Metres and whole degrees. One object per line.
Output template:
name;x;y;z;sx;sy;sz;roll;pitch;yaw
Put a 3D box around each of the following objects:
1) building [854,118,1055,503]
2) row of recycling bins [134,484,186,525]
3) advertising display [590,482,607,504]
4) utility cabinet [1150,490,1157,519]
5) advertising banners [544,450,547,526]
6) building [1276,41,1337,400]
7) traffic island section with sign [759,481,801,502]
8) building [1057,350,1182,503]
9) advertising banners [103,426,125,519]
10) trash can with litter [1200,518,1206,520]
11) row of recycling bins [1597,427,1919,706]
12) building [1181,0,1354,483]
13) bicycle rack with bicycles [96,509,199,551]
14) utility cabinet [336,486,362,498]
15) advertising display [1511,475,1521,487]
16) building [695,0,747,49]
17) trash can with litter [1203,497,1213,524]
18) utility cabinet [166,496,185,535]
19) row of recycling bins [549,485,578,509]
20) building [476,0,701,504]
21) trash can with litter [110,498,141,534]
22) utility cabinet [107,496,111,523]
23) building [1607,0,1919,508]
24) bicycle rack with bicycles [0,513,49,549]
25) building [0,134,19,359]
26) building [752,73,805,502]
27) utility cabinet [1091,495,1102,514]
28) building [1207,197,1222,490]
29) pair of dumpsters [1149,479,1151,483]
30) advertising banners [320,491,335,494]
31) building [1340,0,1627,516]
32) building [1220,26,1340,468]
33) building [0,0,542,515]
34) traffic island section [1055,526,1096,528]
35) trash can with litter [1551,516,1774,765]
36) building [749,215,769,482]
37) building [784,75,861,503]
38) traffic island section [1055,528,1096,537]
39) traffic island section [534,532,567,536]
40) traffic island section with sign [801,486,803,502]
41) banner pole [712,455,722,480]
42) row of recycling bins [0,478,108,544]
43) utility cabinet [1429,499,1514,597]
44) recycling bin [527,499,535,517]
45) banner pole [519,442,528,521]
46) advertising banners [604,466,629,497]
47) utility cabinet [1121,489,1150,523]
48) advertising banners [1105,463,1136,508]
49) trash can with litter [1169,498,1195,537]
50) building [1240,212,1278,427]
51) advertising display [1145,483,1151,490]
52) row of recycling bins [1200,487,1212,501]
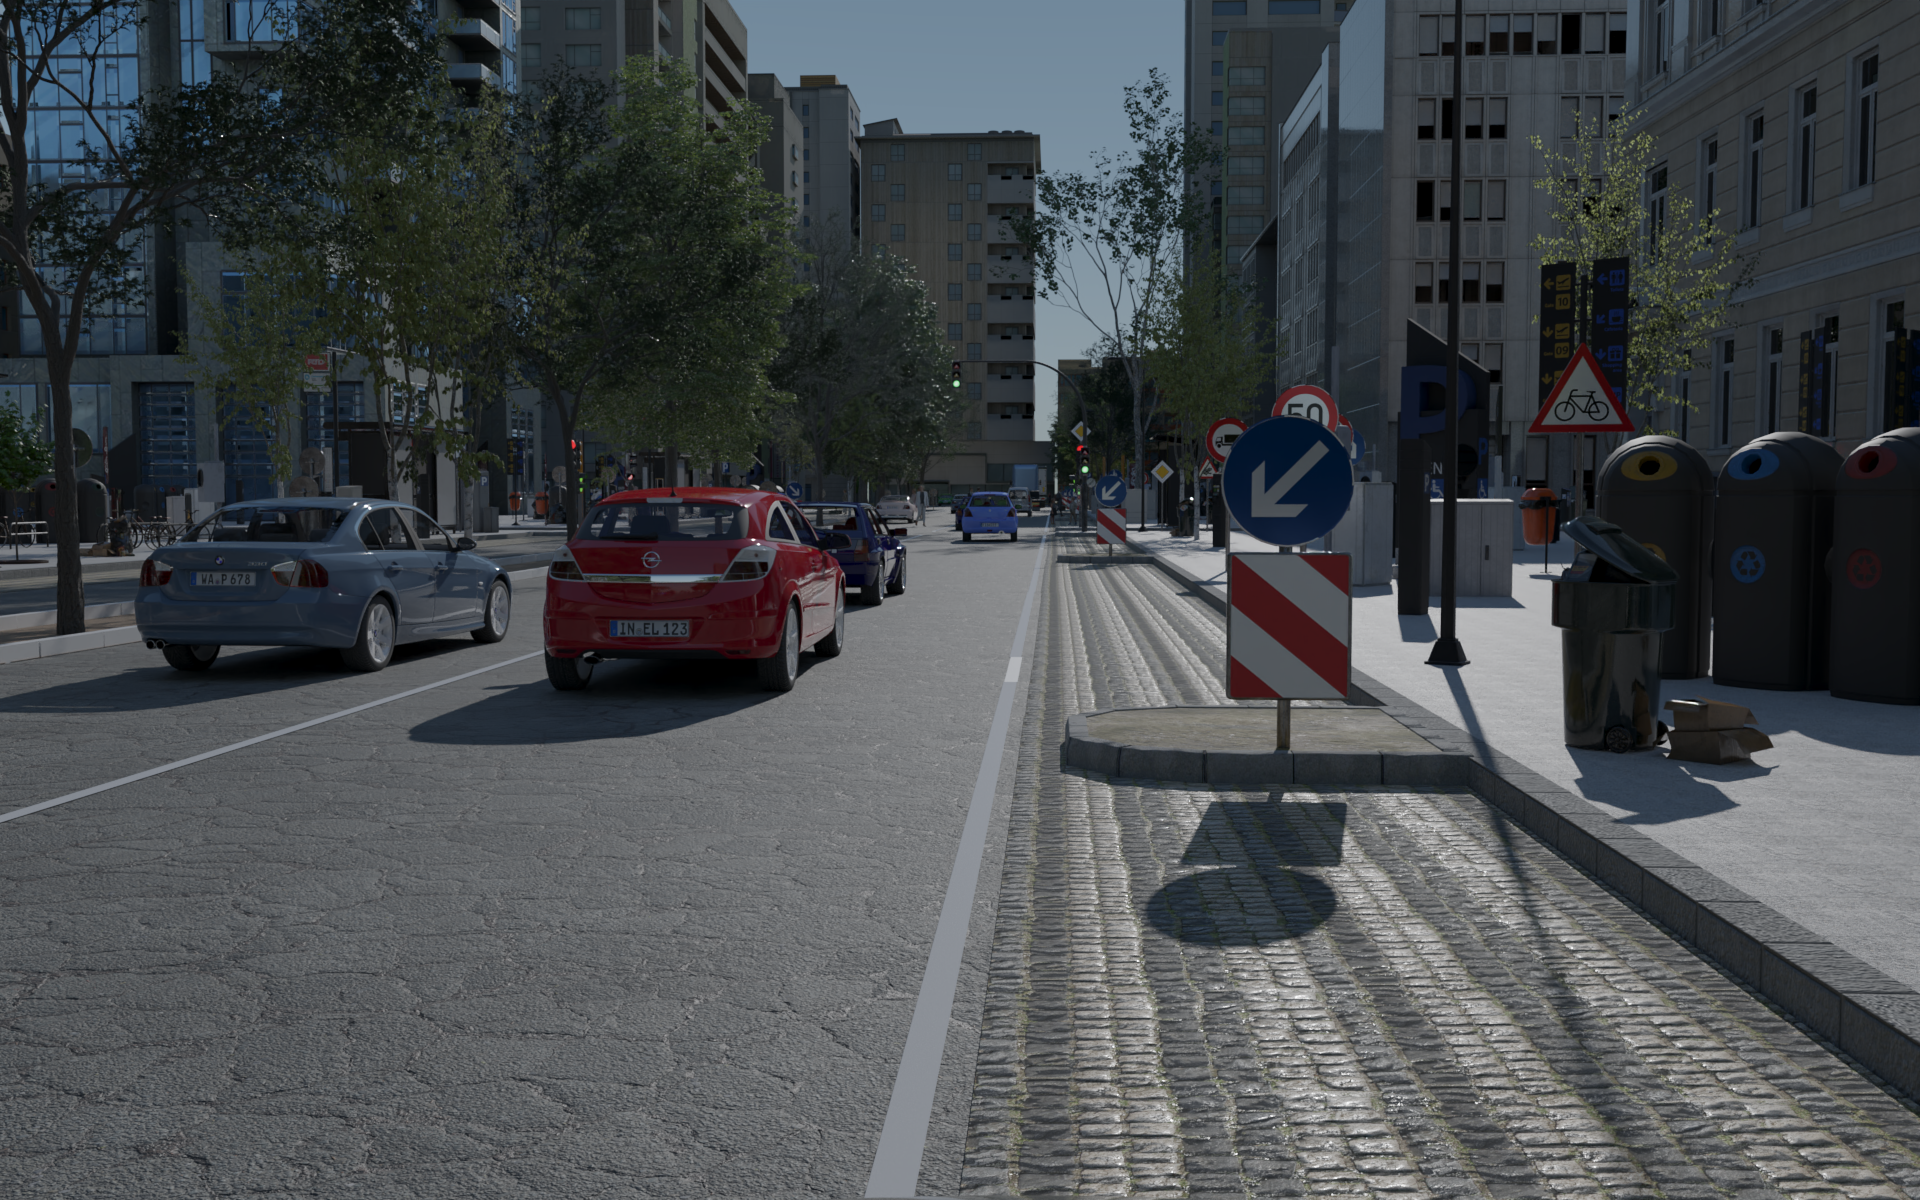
building;0.055;-40.448;250.564;27.495;52.752;28.713;0;4;3
row of recycling bins;-33.777;-4.039;73.154;1.069;1.692;3.534;0;4;3
advertising display;-19.447;-5.355;92.764;0.974;1.923;0.123;3;4;37
utility cabinet;9.364;-4.824;87.545;1.173;1.500;0.318;1;4;23
advertising banners;-16.765;-4.517;70.034;0.090;3.025;2.074;-1;4;-14
building;25.726;-17.277;100.497;12.078;24.808;19.932;0;4;3
traffic island section with sign;-6.717;-3.151;59.663;2.006;1.907;1.989;0;4;3
building;28.496;-24.683;248.610;28.899;21.520;27.650;0;4;3
advertising banners;-21.616;-2.939;44.236;0.090;3.025;2.074;-3;4;-37
trash can with litter;12.150;-4.619;86.573;2.233;1.210;1.678;-1;4;-18
row of recycling bins;5.672;-0.251;11.212;1.069;1.692;3.534;-2;4;-31
building;35.091;-39.664;190.509;21.231;58.520;28.212;0;4;3
bicycle rack with bicycles;-18.514;-1.616;39.796;2.852;0.926;2.925;2;4;27
utility cabinet;-16.345;-2.303;46.334;0.318;1.500;1.173;-3;4;-39
advertising display;18.468;-3.202;57.563;0.123;1.923;0.974;0;4;7
building;-31.262;-32.478;154.709;21.300;48.544;21.600;0;4;3
trash can with litter;10.763;-3.843;74.224;0.624;1.170;1.055;1;4;13
utility cabinet;-23.624;-2.542;52.723;0.306;1.237;1.020;2;4;27
row of recycling bins;-18.723;-4.622;82.685;1.069;1.692;3.534;0;4;4
building;-27.731;-27.222;128.672;14.154;41.232;14.086;0;4;3
trash can with litter;-27.507;-2.763;56.239;1.678;1.210;2.233;-2;4;-35
utility cabinet;-34.519;-3.574;69.595;0.306;1.237;1.020;3;4;37
building;22.899;-15.232;34.949;13.634;28.700;20.117;0;4;3
bicycle rack with bicycles;-23.058;-1.679;40.826;2.852;0.926;2.925;0;4;-1
building;-65.424;-15.192;93.421;28.899;21.520;27.650;0;4;3
building;-29.753;-35.102;197.625;21.600;48.544;21.300;0;4;3
utility cabinet;8.906;-6.177;112.149;0.306;1.237;1.020;-2;4;-32
building;31.214;-24.363;170.041;14.160;30.474;14.107;0;4;3
pair of dumpsters;11.691;-6.184;103.602;1.574;2.255;4.437;0;4;3
advertising banners;-25.176;-4.556;70.678;2.074;3.025;0.090;0;4;2
building;28.678;-16.092;81.128;19.932;24.808;12.078;0;4;3
building;30.384;-28.873;155.664;14.154;41.232;14.086;0;4;3
building;-36.797;-47.761;93.568;22.319;86.520;31.000;0;4;3
traffic island section;4.677;-2.723;66.802;2.009;0.180;2.903;0;4;3
trash can with litter;3.497;0.169;8.617;0.624;1.170;1.055;-3;5;-42
building;-27.193;-24.537;172.887;14.160;30.474;14.107;0;4;3
building;-28.507;-43.142;247.376;28.212;58.520;21.231;0;4;3
traffic island section;4.243;-2.235;58.829;2.009;0.180;2.903;0;4;3
traffic island section;-13.322;-2.294;59.787;2.009;0.180;2.903;0;4;3
traffic island section with sign;-6.305;-3.604;67.058;2.006;1.907;1.989;0;4;3
banner pole;-15.677;-7.474;112.216;0.863;3.779;0.401;-2;4;-26
row of recycling bins;-23.998;-2.304;44.791;3.534;1.692;1.069;-3;5;-43
utility cabinet;6.386;-0.646;21.717;1.020;1.237;0.306;0;4;5
recycling bin;-23.426;-5.066;95.388;0.722;1.027;0.722;0;4;-6
banner pole;-21.013;-5.716;83.480;0.401;3.779;0.863;0;4;-2
advertising banners;-21.209;-6.794;107.274;2.074;3.025;0.090;2;4;25
utility cabinet;7.673;-4.137;76.320;1.173;1.500;0.318;-2;4;-29
advertising banners;9.059;-6.218;97.859;2.074;3.025;0.090;0;4;7
trash can with litter;6.655;-2.492;52.139;0.624;1.170;1.055;-2;4;-27
building;28.960;-18.749;125.614;14.314;24.678;30.058;0;4;3
advertising display;11.140;-5.851;100.885;0.974;1.923;0.123;0;4;2
row of recycling bins;15.056;-5.997;105.161;3.534;1.692;1.069;2;4;25
